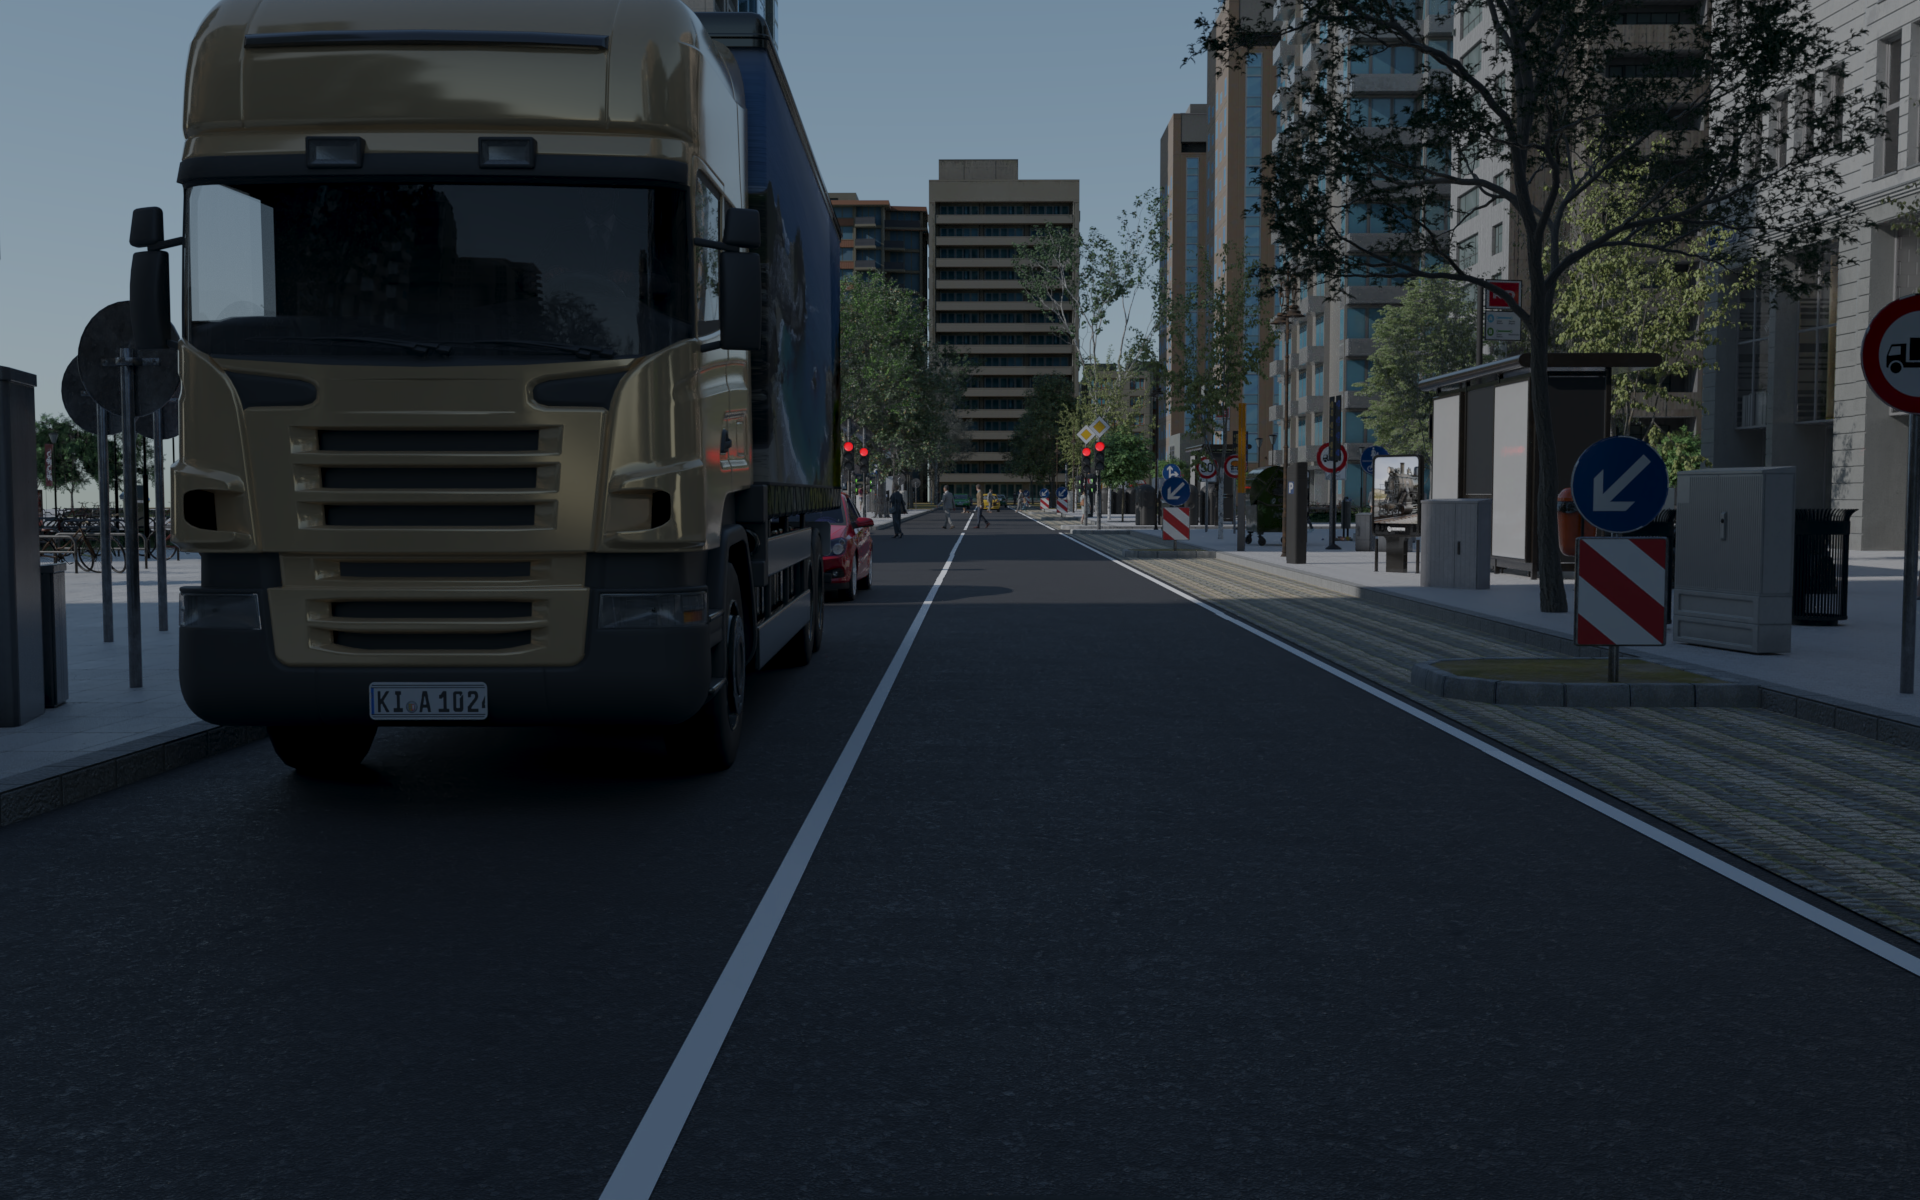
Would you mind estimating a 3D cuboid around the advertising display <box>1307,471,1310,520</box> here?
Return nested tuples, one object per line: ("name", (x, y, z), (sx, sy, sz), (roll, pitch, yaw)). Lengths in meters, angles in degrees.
("advertising display", (8.898, -2.481, 45.773), (0.974, 1.923, 0.123), (-3, 5, -42))

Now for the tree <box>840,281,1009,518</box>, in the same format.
("tree", (-4.321, -10.758, 92.900), (9.611, 12.733, 9.660), (0, 3, 0))

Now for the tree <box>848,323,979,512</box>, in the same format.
("tree", (-4.367, -13.004, 122.989), (12.009, 13.543, 11.850), (0, 3, 0))

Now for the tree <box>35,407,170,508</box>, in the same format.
("tree", (-59.728, -9.135, 112.270), (11.467, 7.101, 20.602), (0, 4, -7))

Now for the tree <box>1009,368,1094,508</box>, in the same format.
("tree", (8.413, -14.735, 157.925), (9.611, 12.733, 9.660), (0, 3, 0))

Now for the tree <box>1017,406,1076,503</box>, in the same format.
("tree", (9.596, -15.662, 181.821), (9.928, 11.665, 9.643), (0, 3, 0))

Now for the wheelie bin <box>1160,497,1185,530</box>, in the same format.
("wheelie bin", (7.199, -3.097, 58.538), (0.693, 1.594, 0.980), (-1, 4, -22))

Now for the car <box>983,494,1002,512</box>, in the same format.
("car", (2.363, -7.914, 139.624), (2.015, 1.641, 3.980), (0, 4, 0))

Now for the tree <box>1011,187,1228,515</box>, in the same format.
("tree", (9.789, -15.323, 106.421), (12.611, 20.169, 13.585), (0, 3, 0))

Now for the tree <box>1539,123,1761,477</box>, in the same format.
("tree", (12.762, -5.060, 33.090), (4.737, 8.622, 4.395), (0, 3, 0))

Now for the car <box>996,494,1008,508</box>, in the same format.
("car", (4.090, -10.535, 184.048), (2.131, 1.459, 4.920), (0, 4, 1))

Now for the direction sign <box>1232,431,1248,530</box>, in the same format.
("direction sign", (10.059, -4.295, 62.215), (0.876, 3.537, 0.379), (-3, 5, -44))

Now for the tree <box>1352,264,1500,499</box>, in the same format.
("tree", (23.272, -10.283, 86.256), (7.486, 12.596, 7.792), (0, 3, 0))

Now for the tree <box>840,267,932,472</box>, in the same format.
("tree", (-5.354, -9.266, 77.254), (9.928, 11.665, 9.643), (0, 3, 0))

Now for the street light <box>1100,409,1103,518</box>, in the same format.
("street light", (7.513, -7.309, 92.292), (0.468, 5.910, 1.993), (0, 4, 1))

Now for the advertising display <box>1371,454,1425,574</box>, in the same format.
("advertising display", (7.138, -1.410, 28.265), (0.123, 1.923, 0.974), (-3, 4, -36))

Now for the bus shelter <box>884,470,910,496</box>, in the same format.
("bus shelter", (-4.962, -8.521, 133.233), (2.014, 3.302, 5.546), (0, 4, 1))

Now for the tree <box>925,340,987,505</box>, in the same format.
("tree", (-3.318, -20.923, 197.977), (12.611, 20.169, 13.585), (0, 3, 0))

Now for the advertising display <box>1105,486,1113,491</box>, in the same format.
("advertising display", (10.376, -7.008, 119.788), (0.123, 1.923, 0.974), (-3, 5, -45))

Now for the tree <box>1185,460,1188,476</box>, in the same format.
("tree", (16.922, -9.513, 139.254), (4.285, 4.588, 4.351), (0, 3, 0))

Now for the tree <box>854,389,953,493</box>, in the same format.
("tree", (-3.941, -10.676, 108.962), (7.601, 10.594, 8.767), (0, 4, -8))

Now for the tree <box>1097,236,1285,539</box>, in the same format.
("tree", (7.213, -6.042, 49.146), (4.737, 8.622, 4.395), (0, 3, 0))

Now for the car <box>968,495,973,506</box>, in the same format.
("car", (0.657, -12.251, 212.884), (1.945, 1.354, 3.894), (0, 4, 3))

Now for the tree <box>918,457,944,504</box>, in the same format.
("tree", (-3.580, -16.099, 213.573), (4.360, 8.622, 3.978), (0, 3, 0))

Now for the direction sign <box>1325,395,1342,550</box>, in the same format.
("direction sign", (8.658, -2.939, 40.050), (0.379, 3.537, 0.876), (0, 4, -4))

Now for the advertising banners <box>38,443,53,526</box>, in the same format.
("advertising banners", (-31.588, -3.859, 59.282), (0.090, 3.025, 2.074), (0, 4, 4))

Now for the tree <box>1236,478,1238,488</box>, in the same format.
("tree", (21.327, -9.463, 138.427), (4.285, 4.588, 4.351), (0, 3, 0))

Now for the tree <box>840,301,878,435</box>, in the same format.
("tree", (-5.091, -6.579, 57.928), (4.360, 8.622, 3.978), (0, 3, 0))

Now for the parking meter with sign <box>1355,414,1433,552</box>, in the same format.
("parking meter with sign", (9.647, -2.572, 38.314), (1.738, 3.016, 0.543), (2, 4, 31))

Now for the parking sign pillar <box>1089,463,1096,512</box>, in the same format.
("parking sign pillar", (9.597, -8.249, 123.341), (1.447, 3.967, 1.447), (-1, 4, -15))

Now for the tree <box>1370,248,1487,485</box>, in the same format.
("tree", (14.583, -6.238, 52.349), (4.360, 8.622, 3.978), (0, 3, 0))

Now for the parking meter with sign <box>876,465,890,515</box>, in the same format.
("parking meter with sign", (-4.639, -6.489, 102.349), (0.543, 3.016, 1.738), (1, 4, 18))

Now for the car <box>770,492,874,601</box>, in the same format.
("car", (-2.259, -0.955, 24.648), (2.155, 1.783, 4.494), (0, 4, 2))

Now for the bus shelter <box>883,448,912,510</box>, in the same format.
("bus shelter", (-5.152, -10.018, 141.426), (2.179, 5.291, 8.768), (0, 4, 1))

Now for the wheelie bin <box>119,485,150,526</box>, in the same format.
("wheelie bin", (-28.587, -3.182, 59.938), (0.980, 1.594, 0.693), (-3, 5, -45))

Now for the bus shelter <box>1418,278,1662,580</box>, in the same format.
("bus shelter", (9.408, -3.202, 29.978), (2.179, 5.291, 8.768), (0, 4, 1))

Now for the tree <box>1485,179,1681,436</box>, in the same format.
("tree", (14.421, -5.507, 40.401), (4.360, 8.622, 3.978), (0, 3, 0))

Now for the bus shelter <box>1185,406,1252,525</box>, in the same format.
("bus shelter", (11.234, -6.062, 76.753), (2.179, 5.291, 8.768), (0, 4, 1))

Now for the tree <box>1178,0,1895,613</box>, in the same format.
("tree", (6.182, -5.157, 18.724), (7.601, 10.594, 8.767), (2, 4, 32))

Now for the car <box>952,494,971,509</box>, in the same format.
("car", (0.066, -9.569, 165.257), (1.959, 1.807, 4.718), (0, 4, 2))

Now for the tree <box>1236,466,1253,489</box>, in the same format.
("tree", (20.255, -7.762, 121.514), (1.663, 3.219, 1.824), (0, 3, 0))

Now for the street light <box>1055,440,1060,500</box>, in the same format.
("street light", (8.115, -10.521, 144.801), (0.468, 5.910, 1.993), (0, 4, 1))

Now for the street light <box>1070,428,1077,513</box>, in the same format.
("street light", (7.763, -8.897, 118.254), (0.468, 5.910, 1.993), (0, 4, 1))

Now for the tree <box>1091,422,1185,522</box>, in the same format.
("tree", (7.395, -5.855, 79.447), (4.285, 4.588, 4.351), (0, 3, 0))

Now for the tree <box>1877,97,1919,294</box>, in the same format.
("tree", (16.980, -4.720, 27.530), (4.360, 8.622, 3.978), (0, 3, 0))

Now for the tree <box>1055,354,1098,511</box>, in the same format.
("tree", (7.656, -8.304, 86.137), (4.737, 8.622, 4.395), (0, 3, 0))

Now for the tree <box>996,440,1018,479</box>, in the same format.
("tree", (9.046, -17.279, 216.923), (8.767, 10.594, 7.601), (-1, 4, -19))

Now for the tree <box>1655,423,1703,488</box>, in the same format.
("tree", (33.607, -5.927, 80.626), (4.285, 4.588, 4.351), (0, 3, 0))

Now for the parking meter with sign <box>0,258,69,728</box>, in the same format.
("parking meter with sign", (-5.448, -0.823, 9.712), (0.543, 3.016, 1.738), (-1, 4, -16))
